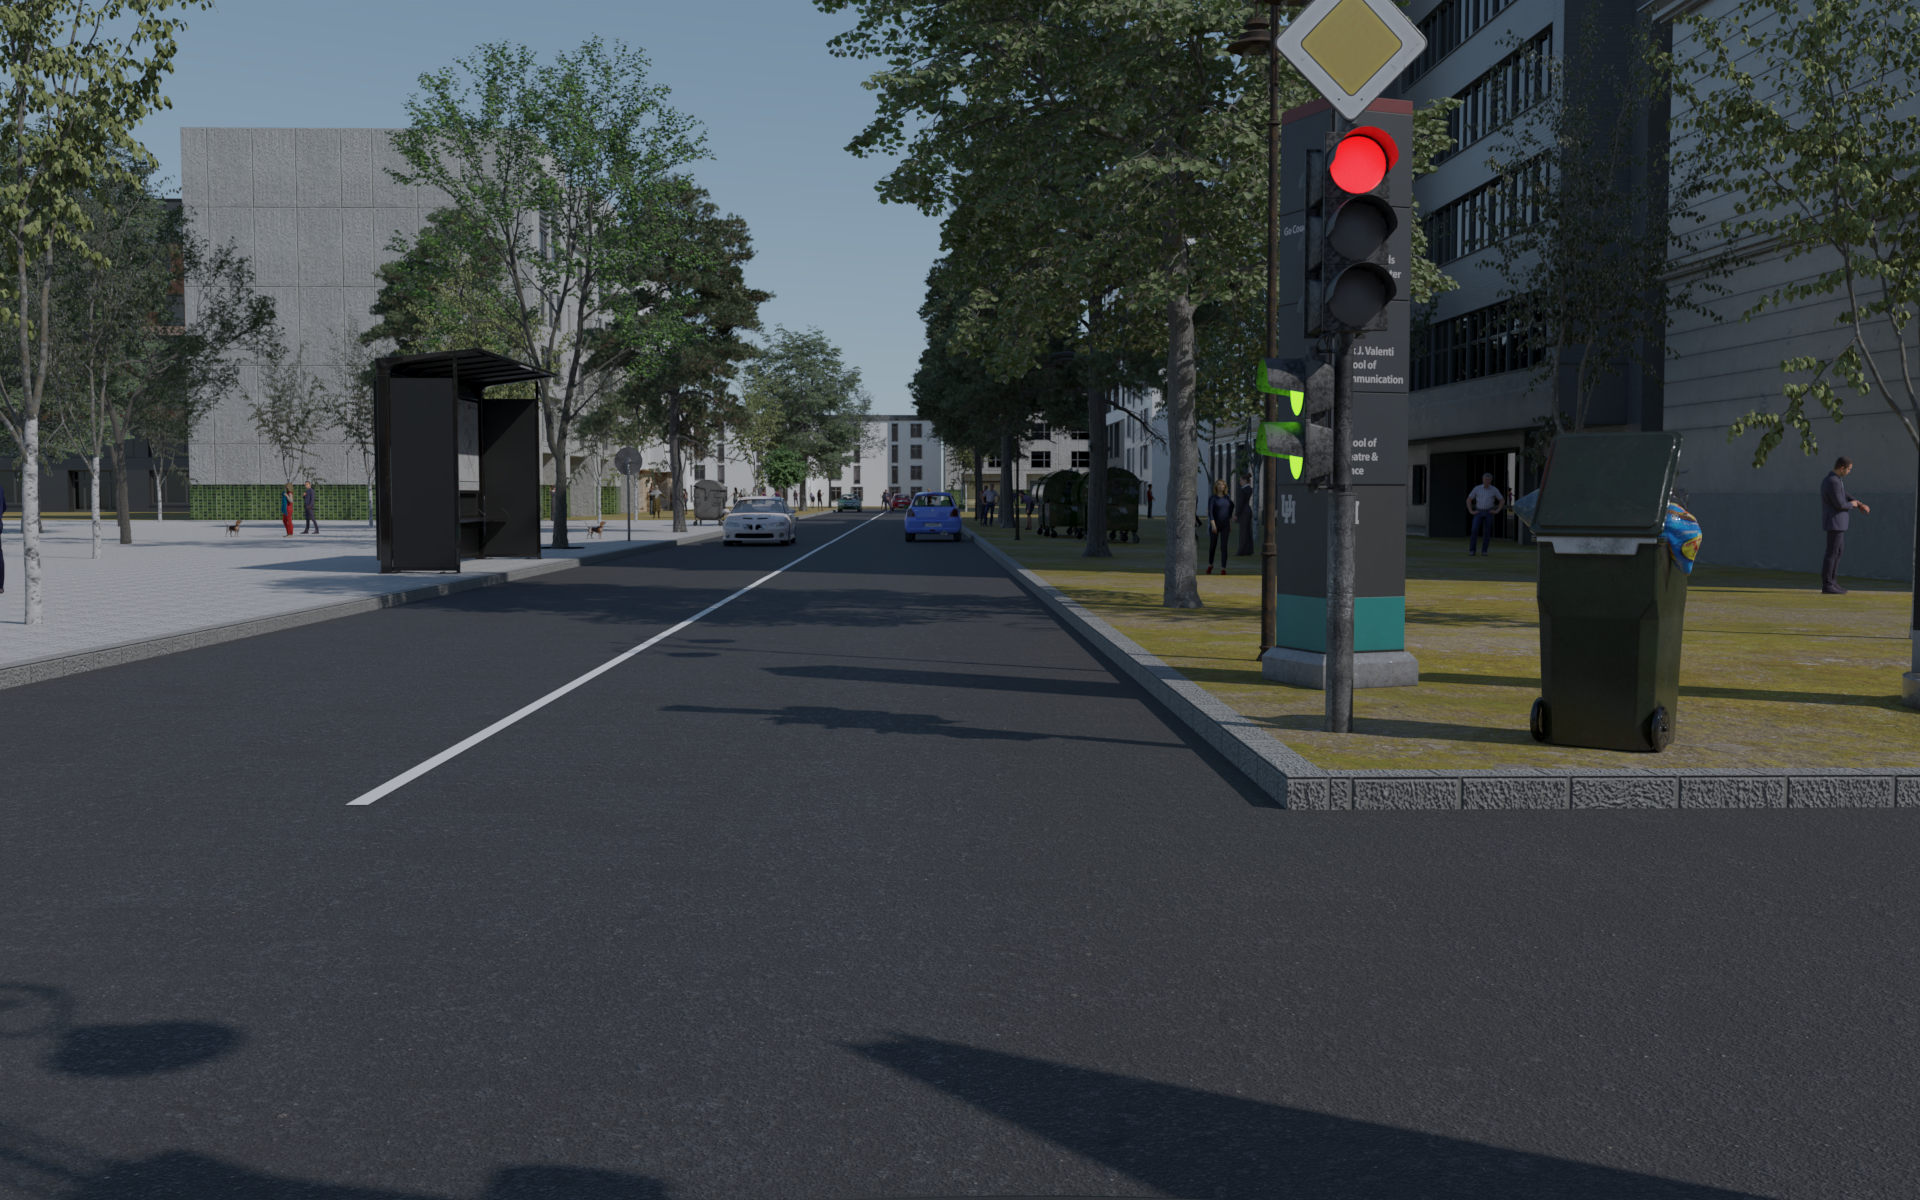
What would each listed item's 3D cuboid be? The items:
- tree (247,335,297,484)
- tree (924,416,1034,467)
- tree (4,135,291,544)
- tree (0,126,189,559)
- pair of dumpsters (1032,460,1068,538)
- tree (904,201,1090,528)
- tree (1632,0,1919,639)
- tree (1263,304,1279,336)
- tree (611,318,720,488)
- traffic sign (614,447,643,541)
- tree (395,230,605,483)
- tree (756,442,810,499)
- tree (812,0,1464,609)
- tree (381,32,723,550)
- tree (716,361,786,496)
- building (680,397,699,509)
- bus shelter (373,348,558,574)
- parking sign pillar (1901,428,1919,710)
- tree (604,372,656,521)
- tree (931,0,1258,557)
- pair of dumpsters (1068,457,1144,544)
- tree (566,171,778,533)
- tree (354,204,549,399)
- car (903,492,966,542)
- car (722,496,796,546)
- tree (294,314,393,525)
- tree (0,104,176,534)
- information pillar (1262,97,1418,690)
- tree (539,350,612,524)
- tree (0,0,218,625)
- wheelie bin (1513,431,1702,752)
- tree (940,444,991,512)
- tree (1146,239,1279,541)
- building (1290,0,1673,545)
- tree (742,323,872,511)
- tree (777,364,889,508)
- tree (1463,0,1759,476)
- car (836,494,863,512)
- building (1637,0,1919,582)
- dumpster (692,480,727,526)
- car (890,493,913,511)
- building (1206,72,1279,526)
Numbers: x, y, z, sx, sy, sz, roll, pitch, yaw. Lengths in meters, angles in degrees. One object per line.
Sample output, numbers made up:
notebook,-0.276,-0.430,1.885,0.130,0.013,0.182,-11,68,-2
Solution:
tree,-30.273,-7.808,78.031,4.360,8.622,3.978,0,3,0
tree,1.488,-10.706,109.453,8.767,10.594,7.601,3,4,37
tree,-21.417,-6.729,44.426,8.767,10.594,7.601,-1,4,-10
tree,-17.402,-5.131,34.259,4.360,8.622,3.978,0,3,0
pair of dumpsters,3.093,-3.045,52.284,1.574,2.255,4.436,0,4,-1
tree,2.188,-10.333,76.375,7.806,13.903,7.818,0,3,0
tree,8.450,-3.970,15.275,4.737,8.622,4.395,0,3,0
tree,9.619,-5.546,41.039,4.360,8.622,3.978,0,3,0
tree,-10.690,-7.053,65.673,4.360,8.622,3.978,0,3,0
traffic sign,-8.983,-2.864,46.933,0.768,2.556,0.104,0,4,0
tree,-13.310,-6.054,49.339,4.737,8.622,4.395,0,3,0
tree,-11.162,-7.655,108.867,4.285,4.588,4.351,0,3,0
tree,2.117,-6.180,19.175,7.486,12.596,7.792,0,3,0
tree,-9.378,-6.991,40.064,9.928,11.665,9.643,0,3,0
tree,-10.990,-8.644,91.685,4.737,8.622,4.395,0,3,0
building,-36.736,-12.394,144.783,28.070,9.664,9.099,0,4,-1
bus shelter,-8.656,-2.423,30.893,1.731,3.624,6.357,0,4,-1
parking sign pillar,6.407,-1.326,10.158,1.447,3.967,1.447,3,5,41
tree,-15.319,-8.007,81.281,4.737,8.622,4.395,0,3,0
tree,2.804,-6.910,35.040,6.751,12.117,7.091,0,3,0
pair of dumpsters,3.968,-2.709,46.790,1.574,2.255,4.436,0,4,-2
tree,-9.504,-8.298,57.736,6.751,12.117,7.091,0,3,0
tree,-18.853,-8.687,64.084,6.751,12.117,7.091,0,3,0
car,-0.797,-2.665,53.163,1.945,1.707,3.694,0,4,1
car,-5.688,-2.268,49.439,2.083,1.381,4.827,0,4,-2
tree,-24.076,-7.340,70.374,4.360,8.622,3.978,0,3,0
tree,-30.344,-9.133,55.987,9.857,13.997,8.962,0,3,0
information pillar,2.578,-1.364,11.673,0.750,3.857,0.750,-1,4,-22
tree,-15.827,-7.629,75.100,4.360,8.622,3.978,0,3,0
tree,-9.372,-4.069,16.889,4.737,8.622,4.395,0,3,0
wheelie bin,3.325,-0.061,8.901,0.980,1.594,0.693,3,4,37
tree,0.241,-11.413,136.961,4.737,8.622,4.395,0,3,0
tree,8.275,-5.919,47.145,4.737,8.622,4.395,0,3,0
building,19.598,-14.202,51.270,14.314,24.678,30.058,0,4,-1
tree,-11.657,-13.623,129.398,9.857,13.997,8.962,0,3,0
tree,-11.910,-15.155,158.160,12.009,13.543,11.850,0,3,0
tree,9.352,-4.620,25.901,4.360,8.622,3.978,0,3,0
car,-8.847,-7.784,139.064,2.131,1.459,4.920,0,4,-1
building,24.979,-14.663,27.135,23.554,28.519,14.401,0,4,-1
dumpster,-10.119,-3.926,69.949,1.264,1.857,1.865,0,4,-2
car,-4.965,-8.456,147.290,2.155,1.783,4.494,0,4,-2
building,16.998,-13.850,75.604,9.793,20.994,18.267,0,4,-1
